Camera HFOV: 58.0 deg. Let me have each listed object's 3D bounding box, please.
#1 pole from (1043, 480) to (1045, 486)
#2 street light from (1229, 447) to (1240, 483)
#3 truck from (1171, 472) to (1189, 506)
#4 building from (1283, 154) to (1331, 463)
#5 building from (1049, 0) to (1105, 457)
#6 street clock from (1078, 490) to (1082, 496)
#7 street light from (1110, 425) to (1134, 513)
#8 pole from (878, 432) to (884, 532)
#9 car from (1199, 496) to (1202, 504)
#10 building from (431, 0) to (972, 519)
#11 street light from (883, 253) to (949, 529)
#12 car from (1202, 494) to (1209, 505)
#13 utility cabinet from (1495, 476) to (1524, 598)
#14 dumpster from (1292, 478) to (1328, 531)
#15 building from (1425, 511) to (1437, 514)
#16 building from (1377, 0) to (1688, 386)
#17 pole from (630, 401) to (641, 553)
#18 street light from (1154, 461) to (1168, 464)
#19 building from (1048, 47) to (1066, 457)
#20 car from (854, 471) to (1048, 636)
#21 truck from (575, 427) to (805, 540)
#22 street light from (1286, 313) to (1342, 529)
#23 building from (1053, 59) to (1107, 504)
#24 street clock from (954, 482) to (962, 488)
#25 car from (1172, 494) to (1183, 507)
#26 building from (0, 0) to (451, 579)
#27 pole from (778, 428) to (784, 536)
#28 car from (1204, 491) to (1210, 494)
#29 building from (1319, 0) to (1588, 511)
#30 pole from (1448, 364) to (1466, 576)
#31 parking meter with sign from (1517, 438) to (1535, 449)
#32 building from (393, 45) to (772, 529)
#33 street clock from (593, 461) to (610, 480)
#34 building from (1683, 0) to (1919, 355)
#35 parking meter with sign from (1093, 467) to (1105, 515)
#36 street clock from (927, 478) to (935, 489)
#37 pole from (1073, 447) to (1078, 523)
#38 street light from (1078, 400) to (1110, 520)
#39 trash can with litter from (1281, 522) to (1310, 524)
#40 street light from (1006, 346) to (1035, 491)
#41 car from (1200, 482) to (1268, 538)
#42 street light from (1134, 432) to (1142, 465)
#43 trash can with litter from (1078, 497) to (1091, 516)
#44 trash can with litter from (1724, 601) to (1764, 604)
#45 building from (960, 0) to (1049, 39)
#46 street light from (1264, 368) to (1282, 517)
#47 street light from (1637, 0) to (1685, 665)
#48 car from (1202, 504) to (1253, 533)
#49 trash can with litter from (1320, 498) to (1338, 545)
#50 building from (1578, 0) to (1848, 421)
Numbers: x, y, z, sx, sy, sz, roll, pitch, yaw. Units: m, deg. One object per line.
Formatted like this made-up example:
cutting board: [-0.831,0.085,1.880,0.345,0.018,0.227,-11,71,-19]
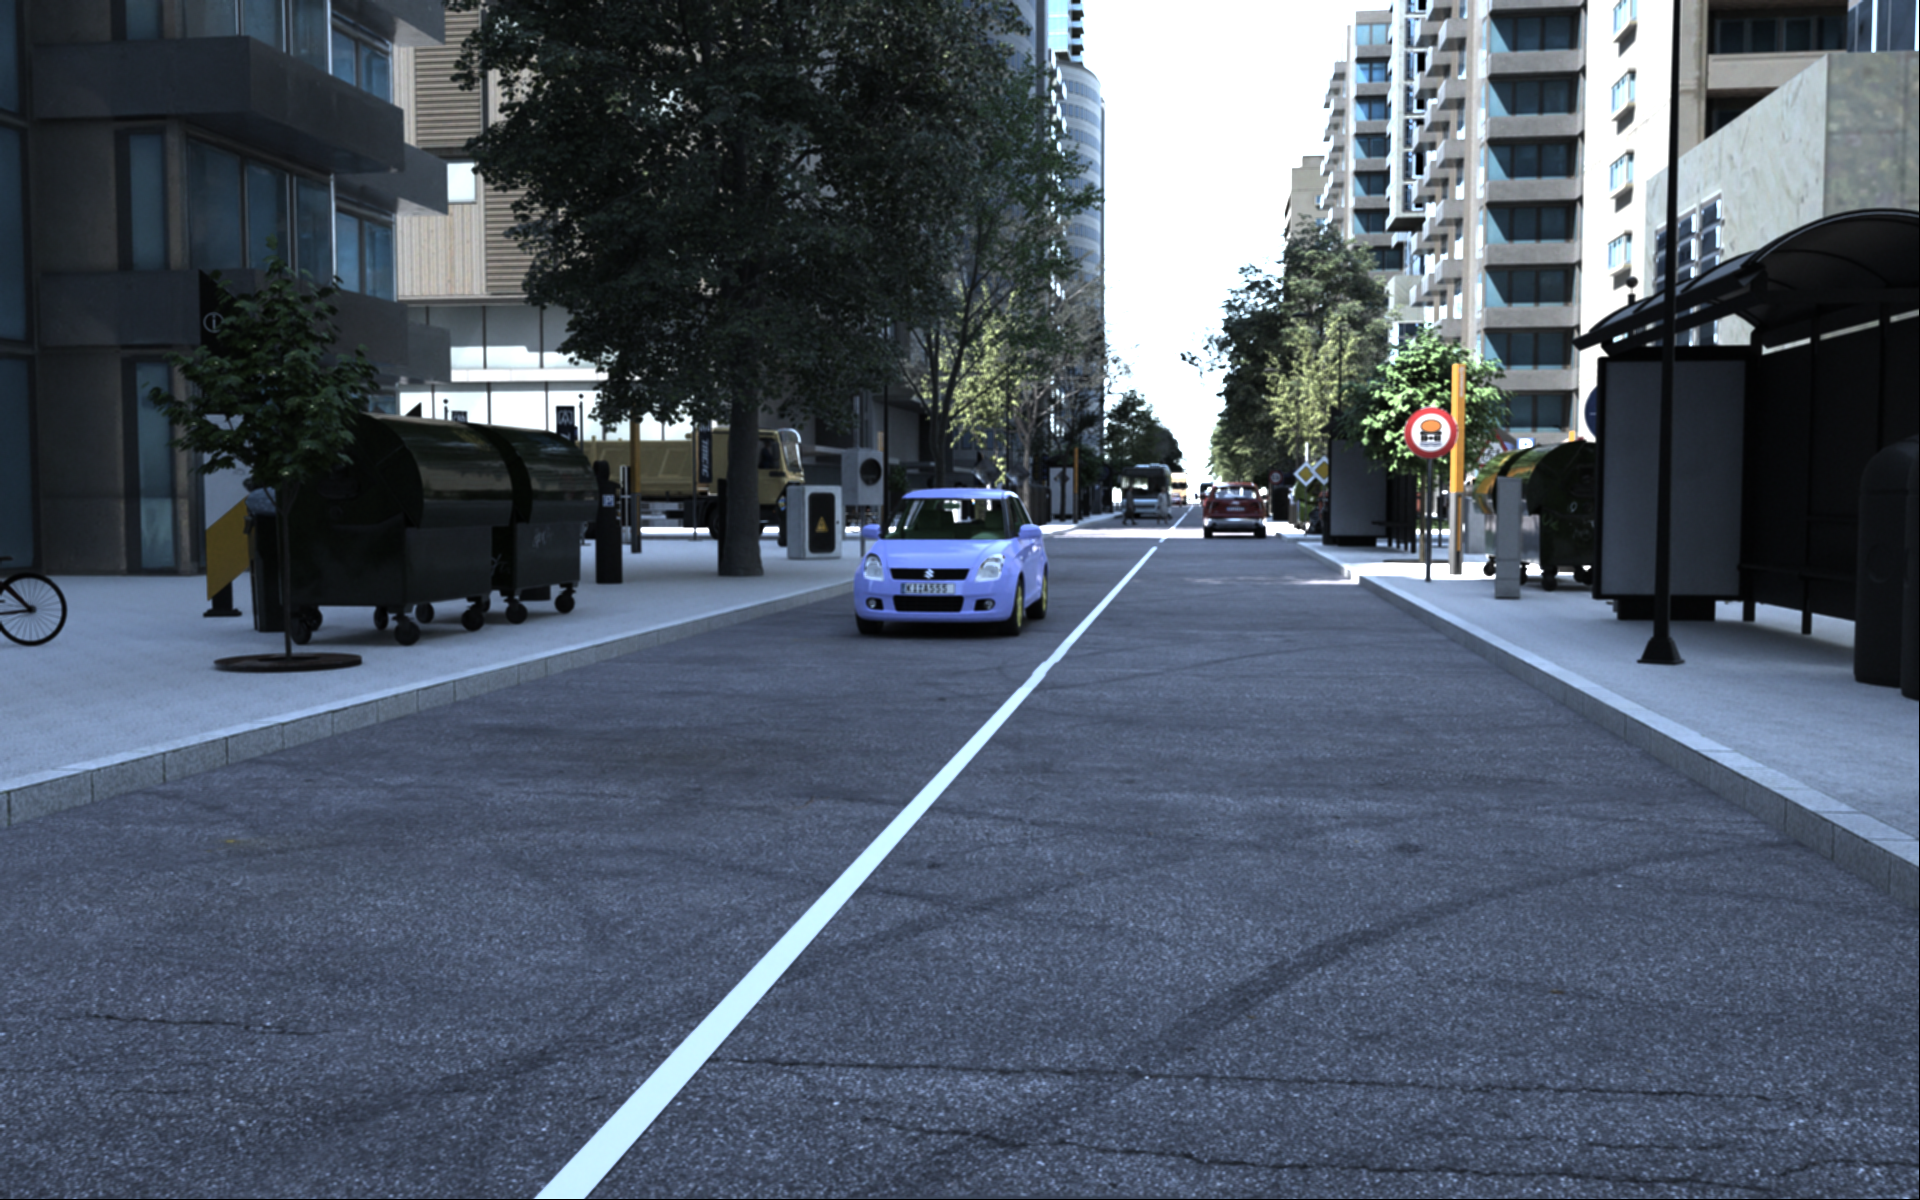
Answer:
pole: [5.144,-6.877,106.288,0.158,3.312,0.155,0,3,0]
street light: [22.679,-10.240,139.969,1.470,5.913,1.316,0,4,8]
truck: [27.566,-14.082,219.151,2.839,4.237,11.283,0,4,8]
building: [56.336,-37.822,242.087,21.300,48.544,21.600,0,4,8]
building: [11.333,-58.136,263.191,22.319,86.520,31.000,0,4,8]
street clock: [7.589,-6.473,110.407,0.358,2.002,0.471,1,4,9]
street light: [10.713,-8.779,116.075,1.470,5.913,1.316,0,4,8]
pole: [-2.583,-3.841,56.645,0.158,3.312,0.155,0,3,0]
car: [34.337,-14.202,241.238,2.155,1.783,4.494,0,4,6]
building: [-14.268,-31.955,111.706,28.713,52.752,27.495,0,4,8]
street light: [-0.907,-3.734,33.587,1.470,5.913,1.316,0,4,8]
car: [27.142,-10.907,187.363,2.155,1.783,4.494,0,4,7]
utility cabinet: [6.869,-0.793,21.644,0.318,1.500,1.173,1,4,18]
dumpster: [12.356,-3.535,60.295,1.502,2.255,1.985,1,4,8]
building: [40.552,-29.870,107.981,23.786,49.044,30.456,0,4,8]
building: [44.292,-50.783,142.981,22.319,86.520,31.000,0,4,8]
pole: [-7.038,-2.673,37.555,0.158,3.312,0.155,0,3,0]
street light: [24.346,-14.651,212.090,1.470,5.913,1.316,0,4,8]
building: [-1.244,-33.846,172.986,23.786,49.044,30.456,0,4,8]
car: [-0.034,-0.560,18.754,1.945,1.707,3.694,1,4,9]
truck: [-8.652,-3.372,51.056,9.791,3.379,3.469,0,4,7]
street light: [9.182,-4.397,44.438,1.470,5.913,1.316,0,4,8]
building: [8.383,-42.362,234.618,21.231,58.520,28.212,0,4,8]
street clock: [-0.101,-5.988,102.480,0.471,2.002,0.358,-3,5,-40]
car: [23.561,-11.130,191.020,2.155,1.783,4.494,0,4,7]
building: [-25.743,-24.950,27.534,30.456,49.044,23.786,0,4,8]
pole: [-5.531,-3.653,53.572,0.158,3.312,0.155,0,3,0]
car: [28.571,-11.530,197.181,2.281,1.827,5.304,1,4,8]
building: [48.123,-33.942,174.559,23.786,49.044,30.456,0,4,8]
pole: [7.822,-2.043,27.240,0.158,3.312,0.155,0,3,0]
parking meter with sign: [18.198,-3.578,54.753,0.543,3.016,1.738,3,5,40]
building: [-18.256,-29.801,76.489,28.713,52.752,27.495,0,4,8]
street clock: [-7.786,-2.021,37.622,0.358,2.002,0.471,-2,4,-31]
building: [23.008,-43.053,16.596,22.319,86.520,31.000,0,4,8]
parking meter with sign: [8.678,-6.899,109.058,0.543,3.016,1.738,1,4,15]
street clock: [-1.250,-4.397,76.456,0.358,2.002,0.471,2,4,30]
pole: [5.050,-5.002,75.621,0.158,3.312,0.155,0,3,0]
street light: [6.457,-6.888,85.162,1.470,5.913,1.316,0,4,8]
trash can with litter: [15.057,-3.894,74.717,1.678,1.210,2.233,-3,4,-36]
street light: [2.018,-4.979,53.944,1.470,5.913,1.316,0,4,8]
car: [9.132,-2.999,57.709,2.281,1.827,5.304,0,4,8]
street light: [12.613,-9.583,129.218,1.470,5.913,1.316,0,4,8]
trash can with litter: [7.108,-5.511,101.496,1.055,1.170,0.624,-1,4,-21]
trash can with litter: [9.843,-0.559,20.201,1.678,1.210,2.233,-3,5,-42]
building: [-4.380,-36.793,143.570,21.231,58.520,28.212,0,4,8]
street light: [11.925,-5.596,64.037,1.470,5.913,1.316,0,4,8]
street light: [4.799,-2.479,13.081,1.470,5.913,1.316,0,4,8]
car: [10.206,-3.292,65.822,2.014,1.417,4.499,0,4,6]
trash can with litter: [9.569,-1.960,43.427,1.055,1.170,0.624,0,4,7]
building: [36.331,-27.134,67.350,21.600,48.544,21.300,0,4,8]
